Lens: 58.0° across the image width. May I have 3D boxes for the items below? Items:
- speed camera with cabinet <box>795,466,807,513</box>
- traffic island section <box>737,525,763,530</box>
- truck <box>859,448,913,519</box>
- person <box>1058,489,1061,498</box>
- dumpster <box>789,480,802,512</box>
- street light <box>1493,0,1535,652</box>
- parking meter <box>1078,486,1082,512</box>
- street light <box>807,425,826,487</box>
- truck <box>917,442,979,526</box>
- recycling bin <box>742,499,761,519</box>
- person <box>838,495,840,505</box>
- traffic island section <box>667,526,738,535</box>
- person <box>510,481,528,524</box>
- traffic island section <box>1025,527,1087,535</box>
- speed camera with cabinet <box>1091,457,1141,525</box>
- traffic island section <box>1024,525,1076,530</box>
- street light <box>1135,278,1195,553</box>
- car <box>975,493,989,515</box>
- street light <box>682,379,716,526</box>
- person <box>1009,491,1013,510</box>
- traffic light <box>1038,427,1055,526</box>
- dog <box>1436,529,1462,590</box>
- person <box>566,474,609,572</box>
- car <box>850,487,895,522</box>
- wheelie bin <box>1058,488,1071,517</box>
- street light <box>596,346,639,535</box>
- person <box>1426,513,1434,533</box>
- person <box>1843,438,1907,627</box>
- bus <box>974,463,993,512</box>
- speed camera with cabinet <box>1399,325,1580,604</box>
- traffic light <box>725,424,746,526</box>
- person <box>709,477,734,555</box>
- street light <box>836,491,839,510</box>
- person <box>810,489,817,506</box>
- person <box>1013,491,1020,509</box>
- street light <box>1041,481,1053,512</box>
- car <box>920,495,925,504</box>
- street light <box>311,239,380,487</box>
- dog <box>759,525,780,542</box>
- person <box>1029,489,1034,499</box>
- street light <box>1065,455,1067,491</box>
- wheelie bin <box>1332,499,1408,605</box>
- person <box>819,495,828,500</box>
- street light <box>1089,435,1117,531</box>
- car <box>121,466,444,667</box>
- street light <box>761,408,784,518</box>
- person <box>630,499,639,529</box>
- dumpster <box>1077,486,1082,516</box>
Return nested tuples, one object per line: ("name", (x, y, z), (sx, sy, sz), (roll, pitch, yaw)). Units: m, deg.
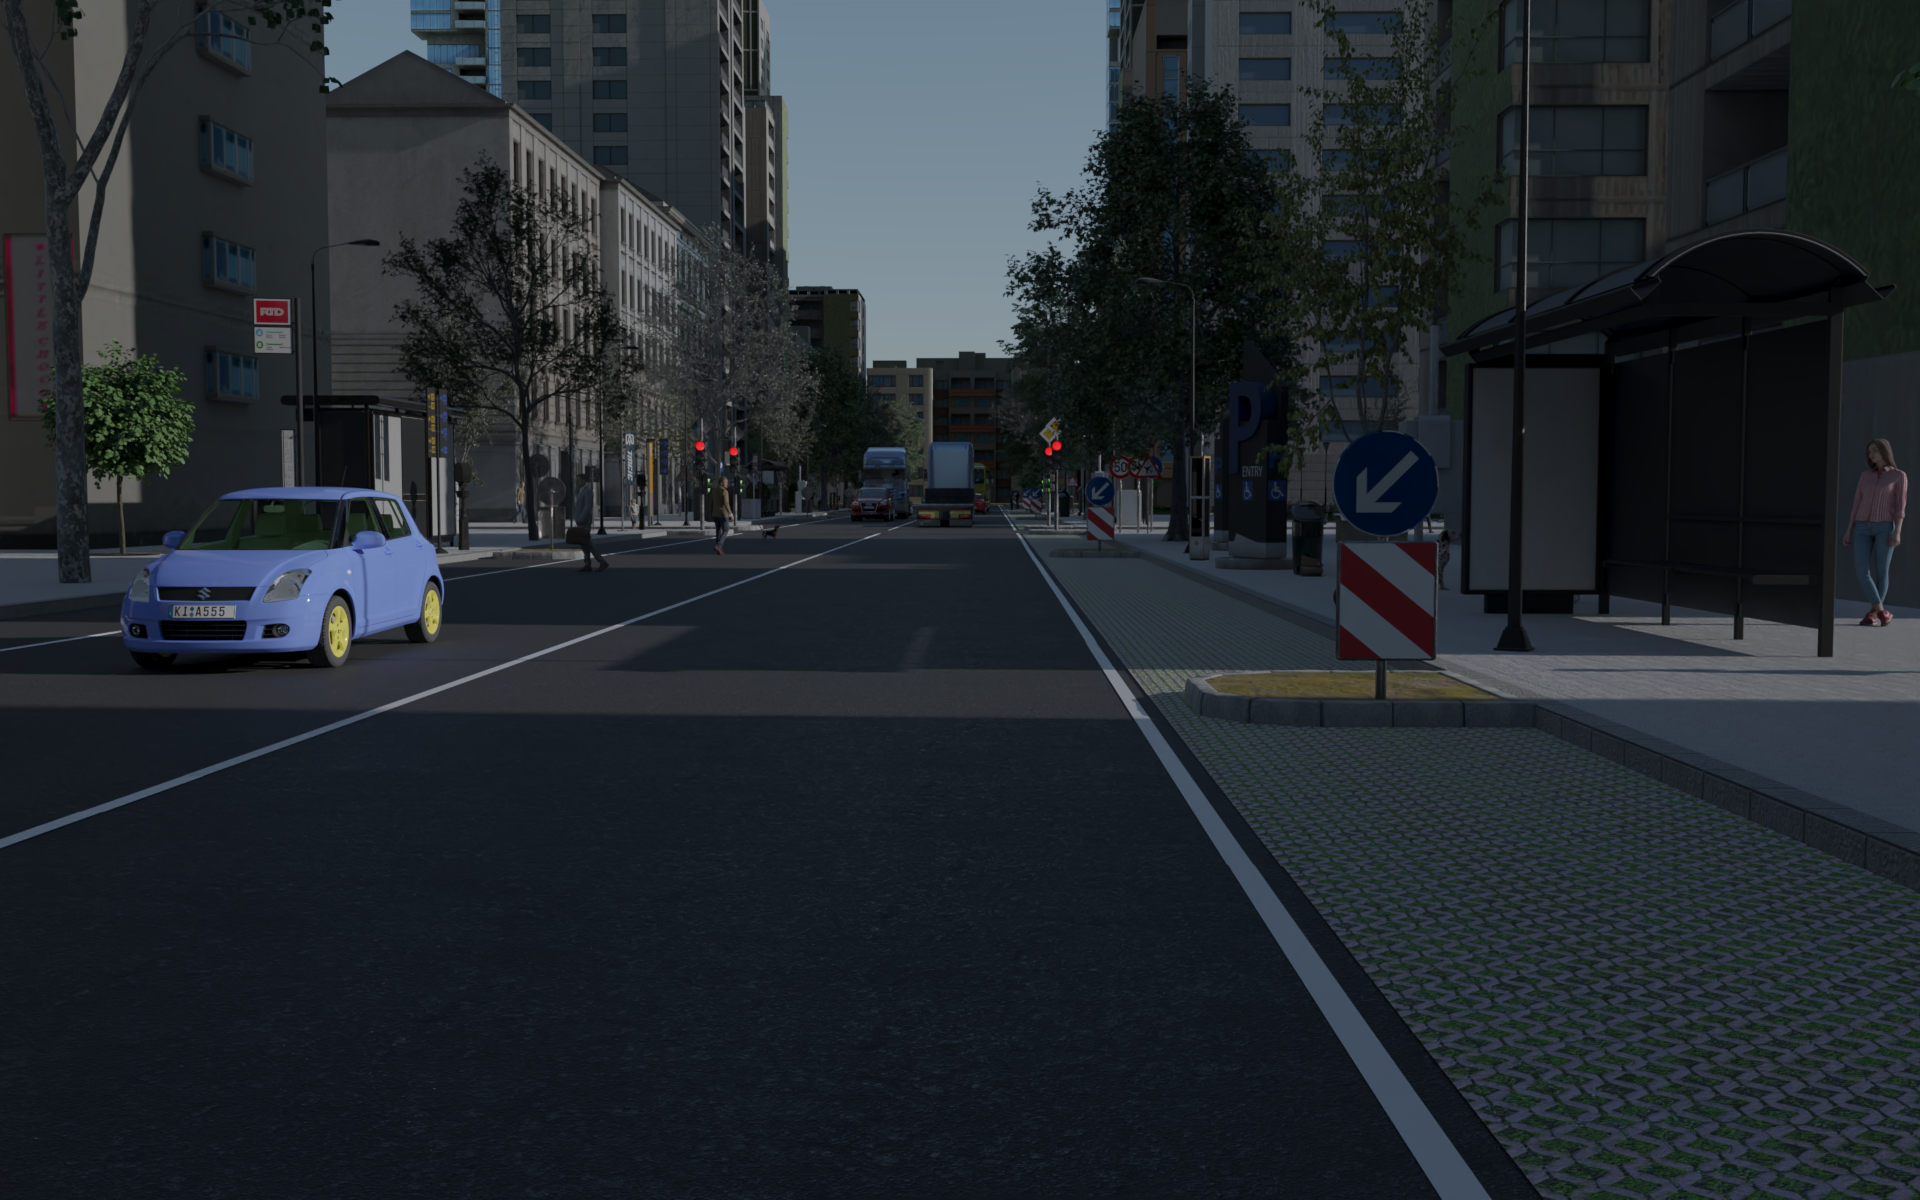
("speed camera with cabinet", (-10.785, -7.553, 117.824), (0.660, 3.252, 2.038), (0, 4, 2))
("traffic island section", (-9.059, -2.899, 69.680), (2.009, 0.180, 2.903), (0, 4, 1))
("truck", (-4.301, -7.116, 106.109), (2.967, 4.110, 18.799), (0, 4, 0))
("person", (9.140, -9.351, 159.643), (0.721, 1.735, 1.217), (2, 4, 32))
("dumpster", (-11.355, -7.188, 120.014), (1.502, 2.255, 1.985), (0, 4, 1))
("street light", (4.017, -2.541, 14.082), (1.470, 5.913, 1.316), (0, 4, 1))
("parking meter", (8.509, -7.147, 122.560), (0.255, 1.863, 0.399), (0, 4, 5))
("street light", (-9.677, -8.775, 116.014), (1.470, 5.913, 1.316), (0, 4, 1))
("truck", (-0.548, -5.771, 84.111), (2.967, 4.110, 18.799), (0, 4, 1))
("recycling bin", (-10.715, -4.669, 88.893), (0.722, 1.027, 0.722), (3, 4, 36))
("person", (-15.028, -12.401, 211.986), (0.628, 1.438, 0.799), (3, 5, 41))
("traffic island section", (-9.202, -2.411, 61.696), (2.009, 0.180, 2.903), (0, 4, 1))
("person", (-19.033, -4.219, 74.939), (0.836, 1.842, 0.656), (-2, 4, -29))
("traffic island section", (3.437, -2.397, 61.465), (2.009, 0.180, 2.903), (0, 4, 1))
("speed camera with cabinet", (6.398, -4.689, 71.006), (2.038, 3.252, 0.660), (0, 4, 4))
("traffic island section", (3.580, -2.885, 69.449), (2.009, 0.180, 2.903), (0, 4, 1))
("street light", (4.467, -3.964, 37.356), (1.470, 5.913, 1.316), (0, 4, 1))
("car", (0.959, -6.929, 122.327), (2.155, 1.783, 4.494), (0, 4, 2))
("street light", (-10.502, -5.948, 69.791), (1.470, 5.913, 1.316), (0, 4, 1))
("person", (4.464, -8.770, 152.600), (0.721, 1.735, 1.217), (1, 4, 12))
("traffic light", (3.541, -4.918, 69.335), (0.839, 4.253, 0.868), (0, 4, 1))
("dog", (6.287, -0.548, 23.346), (0.513, 0.831, 0.800), (-2, 4, -32))
("person", (-6.947, -1.431, 32.024), (0.853, 1.813, 0.709), (-2, 4, -32))
("car", (-4.592, -5.075, 91.655), (2.281, 1.827, 5.304), (0, 4, 2))
("wheelie bin", (5.803, -5.432, 96.724), (0.693, 1.594, 0.980), (0, 4, -4))
("street light", (-10.738, -5.004, 54.353), (1.470, 5.913, 1.316), (0, 4, 1))
("person", (15.249, -3.154, 56.967), (0.648, 1.900, 0.474), (2, 4, 34))
("person", (8.919, -0.664, 16.911), (0.555, 1.821, 0.388), (3, 5, 43))
("bus", (1.037, -8.993, 138.574), (2.896, 3.916, 12.252), (0, 4, 3))
("speed camera with cabinet", (6.269, -1.602, 20.525), (2.038, 3.252, 0.660), (0, 4, 6))
("traffic light", (-9.019, -4.931, 69.544), (0.839, 4.253, 0.868), (0, 4, 1))
("person", (-5.599, -1.972, 40.653), (0.656, 1.842, 0.836), (1, 4, 8))
("street light", (-9.303, -10.151, 138.510), (1.470, 5.913, 1.316), (0, 4, 1))
("person", (-14.523, -10.018, 169.777), (1.348, 1.831, 0.705), (2, 4, 28))
("person", (5.396, -9.503, 164.694), (0.721, 1.723, 1.217), (-2, 4, -30))
("street light", (5.499, -7.731, 98.935), (1.470, 5.913, 1.316), (0, 4, 1))
("car", (-3.463, -11.443, 198.890), (2.131, 1.459, 4.920), (0, 4, 1))
("street light", (-11.253, -3.618, 31.690), (1.470, 5.913, 1.316), (0, 4, 1))
("dog", (-5.700, -1.992, 51.849), (0.540, 0.507, 0.406), (-2, 4, -26))
("person", (5.166, -7.092, 124.682), (0.478, 1.798, 0.641), (-2, 4, -30))
("street light", (5.208, -6.332, 76.076), (1.470, 5.913, 1.316), (0, 4, 1))
("wheelie bin", (4.635, -0.713, 19.569), (0.693, 1.594, 0.980), (-3, 5, -43))
("person", (-13.254, -9.686, 167.674), (1.065, 1.426, 0.557), (3, 4, 37))
("street light", (4.849, -5.406, 60.925), (1.470, 5.913, 1.316), (0, 4, 1))
("car", (-5.944, -0.358, 15.445), (1.945, 1.707, 3.694), (0, 4, 1))
("street light", (-10.107, -7.365, 92.955), (1.470, 5.913, 1.316), (0, 4, 1))
("person", (-12.445, -3.247, 66.275), (0.332, 1.250, 0.352), (1, 4, 8))
("dumpster", (7.483, -5.826, 101.020), (1.264, 1.857, 1.865), (0, 4, 1))
